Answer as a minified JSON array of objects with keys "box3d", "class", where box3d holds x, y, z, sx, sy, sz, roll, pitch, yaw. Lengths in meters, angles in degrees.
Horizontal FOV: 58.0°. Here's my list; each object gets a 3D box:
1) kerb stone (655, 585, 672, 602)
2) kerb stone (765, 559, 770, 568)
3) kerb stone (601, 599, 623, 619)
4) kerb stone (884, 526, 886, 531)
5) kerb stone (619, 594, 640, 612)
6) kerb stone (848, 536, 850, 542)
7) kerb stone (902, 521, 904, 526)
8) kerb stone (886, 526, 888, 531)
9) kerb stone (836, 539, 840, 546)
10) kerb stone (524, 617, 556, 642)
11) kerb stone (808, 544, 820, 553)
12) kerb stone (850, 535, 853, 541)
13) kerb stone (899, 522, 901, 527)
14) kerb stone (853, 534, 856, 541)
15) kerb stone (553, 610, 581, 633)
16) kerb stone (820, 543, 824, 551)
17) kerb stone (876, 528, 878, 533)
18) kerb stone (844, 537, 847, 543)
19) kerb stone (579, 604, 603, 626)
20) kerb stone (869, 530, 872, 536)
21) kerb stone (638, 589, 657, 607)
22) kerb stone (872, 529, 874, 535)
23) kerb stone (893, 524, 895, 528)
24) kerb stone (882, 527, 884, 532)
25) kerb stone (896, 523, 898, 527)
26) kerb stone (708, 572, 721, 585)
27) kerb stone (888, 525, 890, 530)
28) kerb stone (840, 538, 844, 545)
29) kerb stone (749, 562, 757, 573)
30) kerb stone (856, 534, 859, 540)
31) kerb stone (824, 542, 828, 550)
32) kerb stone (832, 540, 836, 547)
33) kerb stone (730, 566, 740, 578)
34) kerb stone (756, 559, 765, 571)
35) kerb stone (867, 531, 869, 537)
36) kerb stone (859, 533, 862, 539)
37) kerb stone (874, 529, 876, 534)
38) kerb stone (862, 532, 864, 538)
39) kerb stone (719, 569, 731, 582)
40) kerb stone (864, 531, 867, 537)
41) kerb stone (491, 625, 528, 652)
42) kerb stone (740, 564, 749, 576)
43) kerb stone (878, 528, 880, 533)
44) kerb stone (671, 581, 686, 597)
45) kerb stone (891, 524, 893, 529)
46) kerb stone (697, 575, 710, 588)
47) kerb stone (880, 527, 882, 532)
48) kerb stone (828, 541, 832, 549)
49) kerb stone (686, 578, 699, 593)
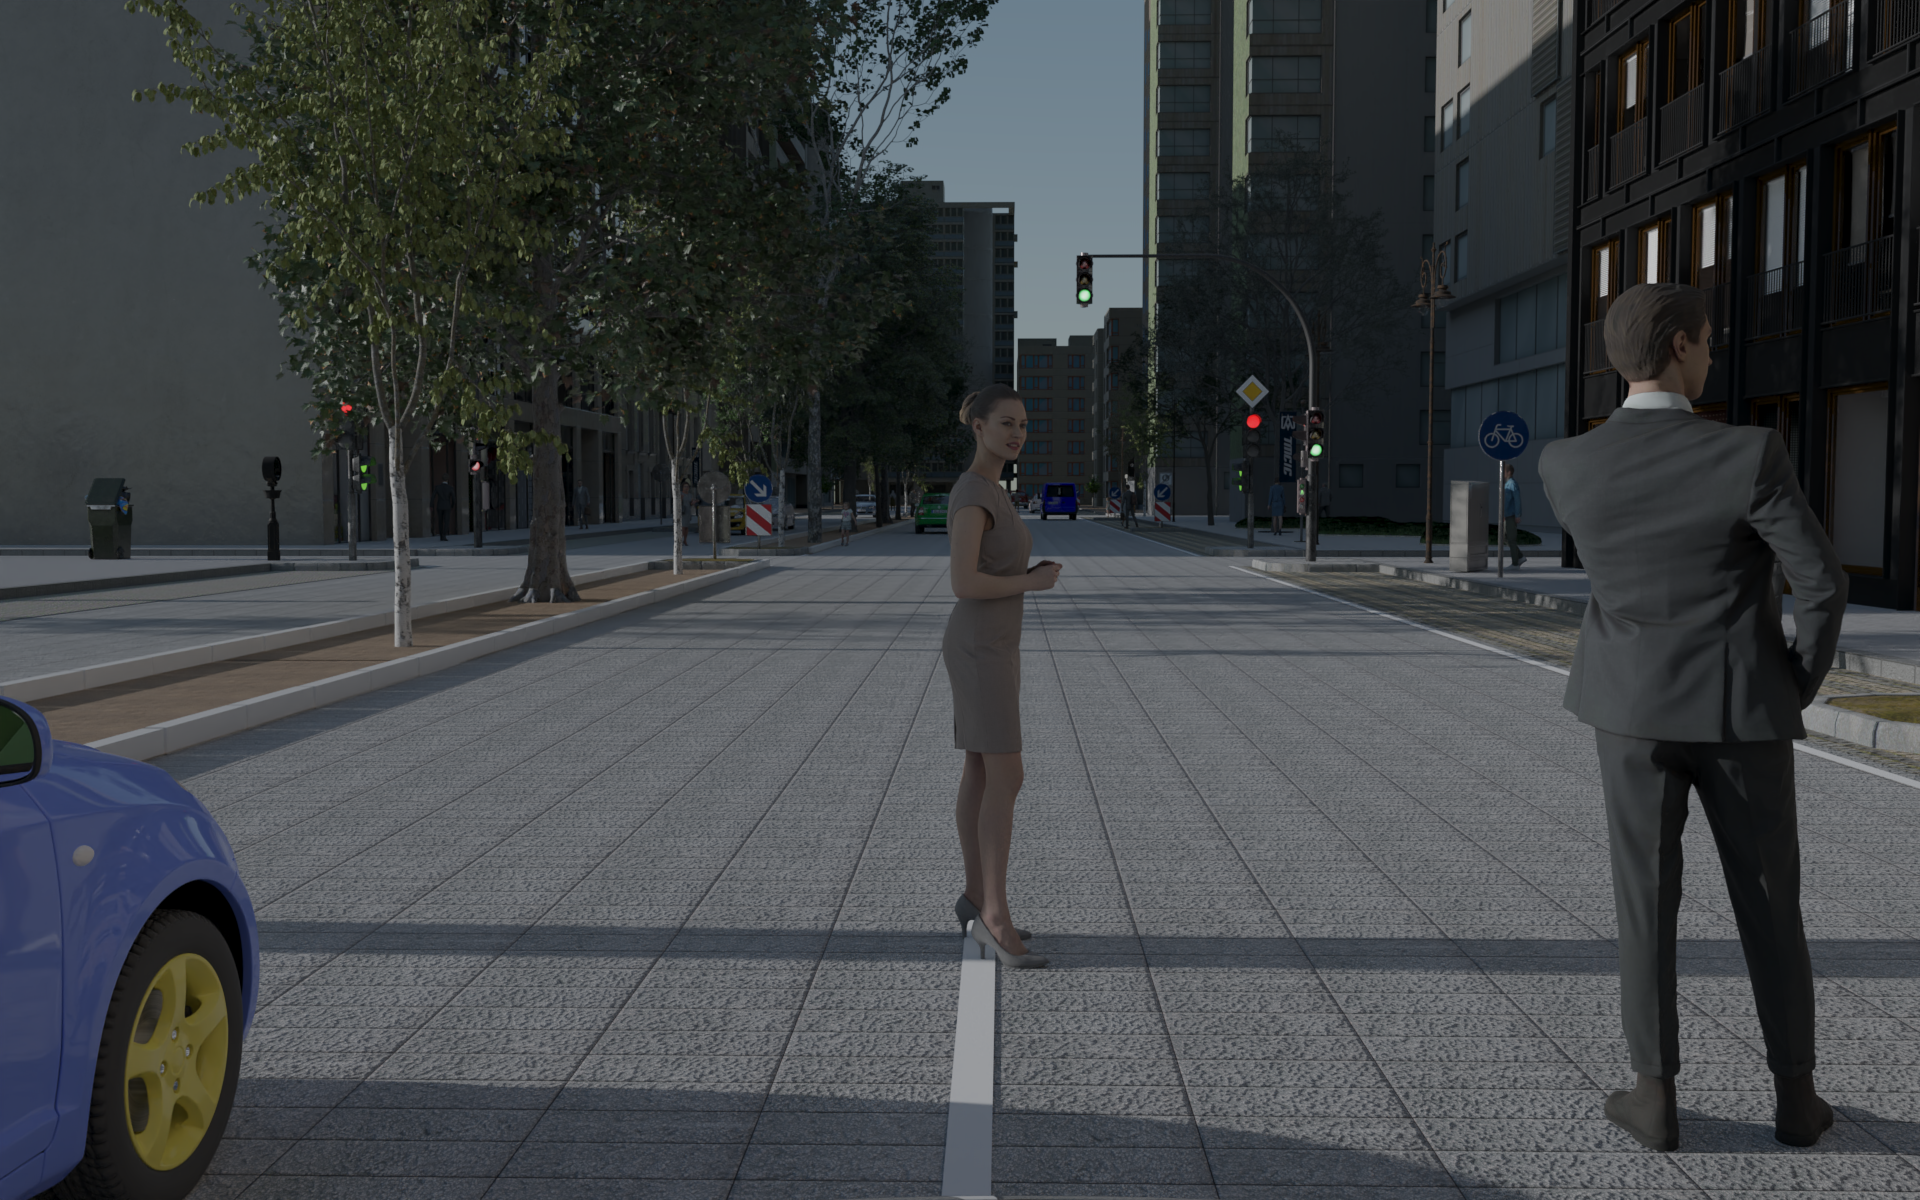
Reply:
[{"box3d":[-4.066,-0.069,23.329,0.120,0.150,1.000,0,4,1],"class":"kerb stone"},{"box3d":[-3.812,-0.696,33.580,0.120,0.150,1.000,0,4,1],"class":"kerb stone"},{"box3d":[-4.146,0.118,20.259,0.120,0.150,1.000,0,4,1],"class":"kerb stone"},{"box3d":[-2.991,-2.666,65.849,0.120,0.150,1.000,0,4,1],"class":"kerb stone"},{"box3d":[-4.129,0.056,21.286,0.120,0.150,1.000,0,4,1],"class":"kerb stone"},{"box3d":[-3.386,-1.729,50.467,0.120,0.150,1.000,0,4,1],"class":"kerb stone"},{"box3d":[-2.709,-3.359,77.121,0.120,0.150,1.000,0,4,1],"class":"kerb stone"},{"box3d":[-2.978,-2.725,66.878,0.120,0.150,1.000,0,4,1],"class":"kerb stone"},{"box3d":[-3.463,-1.540,47.400,0.120,0.150,1.000,0,4,1],"class":"kerb stone"},{"box3d":[-4.228,0.307,17.182,0.120,0.150,1.000,0,4,1],"class":"kerb stone"},{"box3d":[-3.593,-1.222,42.278,0.120,0.150,1.000,0,4,1],"class":"kerb stone"},{"box3d":[-3.359,-1.792,51.489,0.120,0.150,1.000,0,4,1],"class":"kerb stone"},{"box3d":[-2.767,-3.230,75.072,0.120,0.150,1.000,0,4,1],"class":"kerb stone"},{"box3d":[-3.337,-1.854,52.511,0.120,0.150,1.000,0,4,1],"class":"kerb stone"},{"box3d":[-4.199,0.244,18.213,0.120,0.150,1.000,0,4,1],"class":"kerb stone"},{"box3d":[-3.567,-1.291,43.300,0.120,0.150,1.000,0,4,1],"class":"kerb stone"},{"box3d":[-3.100,-2.414,61.754,0.120,0.150,1.000,0,4,1],"class":"kerb stone"},{"box3d":[-3.411,-1.667,49.444,0.120,0.150,1.000,0,4,1],"class":"kerb stone"},{"box3d":[-4.175,0.185,19.236,0.120,0.150,1.000,0,4,1],"class":"kerb stone"},{"box3d":[-3.172,-2.231,58.673,0.120,0.150,1.000,0,4,1],"class":"kerb stone"},{"box3d":[-4.099,-0.006,22.307,0.120,0.150,1.000,0,4,1],"class":"kerb stone"},{"box3d":[-3.152,-2.294,59.695,0.120,0.150,1.000,0,4,1],"class":"kerb stone"},{"box3d":[-2.866,-2.984,70.976,0.120,0.150,1.000,0,4,1],"class":"kerb stone"},{"box3d":[-3.028,-2.603,64.823,0.120,0.150,1.000,0,4,1],"class":"kerb stone"},{"box3d":[-2.823,-3.109,73.026,0.120,0.150,1.000,0,4,1],"class":"kerb stone"},{"box3d":[-3.967,-0.320,27.422,0.120,0.150,1.000,0,4,1],"class":"kerb stone"},{"box3d":[-2.940,-2.796,67.905,0.120,0.150,1.000,0,4,1],"class":"kerb stone"},{"box3d":[-3.432,-1.601,48.422,0.120,0.150,1.000,0,4,1],"class":"kerb stone"},{"box3d":[-3.869,-0.568,31.519,0.120,0.150,1.000,0,4,1],"class":"kerb stone"},{"box3d":[-3.299,-1.916,53.533,0.120,0.150,1.000,0,4,1],"class":"kerb stone"},{"box3d":[-3.541,-1.349,44.322,0.120,0.150,1.000,0,4,1],"class":"kerb stone"},{"box3d":[-3.491,-1.474,46.369,0.120,0.150,1.000,0,4,1],"class":"kerb stone"},{"box3d":[-3.924,-0.443,29.466,0.120,0.150,1.000,0,4,1],"class":"kerb stone"},{"box3d":[-3.837,-0.631,32.548,0.120,0.150,1.000,0,4,1],"class":"kerb stone"},{"box3d":[-3.206,-2.168,57.647,0.120,0.150,1.000,0,4,1],"class":"kerb stone"},{"box3d":[-3.280,-1.979,54.555,0.120,0.150,1.000,0,4,1],"class":"kerb stone"},{"box3d":[-3.119,-2.353,60.721,0.120,0.150,1.000,0,4,1],"class":"kerb stone"},{"box3d":[-3.256,-2.039,55.579,0.120,0.150,1.000,0,4,1],"class":"kerb stone"},{"box3d":[-3.941,-0.382,28.444,0.120,0.150,1.000,0,4,1],"class":"kerb stone"},{"box3d":[-3.230,-2.105,56.618,0.120,0.150,1.000,0,4,1],"class":"kerb stone"},{"box3d":[-4.252,0.371,16.158,0.120,0.150,1.000,0,4,1],"class":"kerb stone"},{"box3d":[-3.886,-0.501,30.488,0.120,0.150,1.000,0,4,1],"class":"kerb stone"},{"box3d":[-3.077,-2.482,62.775,0.120,0.150,1.000,0,4,1],"class":"kerb stone"},{"box3d":[-4.047,-0.132,24.353,0.120,0.150,1.000,0,4,1],"class":"kerb stone"},{"box3d":[-2.888,-2.921,69.954,0.120,0.150,1.000,0,4,1],"class":"kerb stone"},{"box3d":[-3.995,-0.257,26.397,0.120,0.150,1.000,0,4,1],"class":"kerb stone"},{"box3d":[-3.049,-2.544,63.797,0.120,0.150,1.000,0,4,1],"class":"kerb stone"},{"box3d":[-3.521,-1.416,45.344,0.120,0.150,1.000,0,4,1],"class":"kerb stone"},{"box3d":[-4.015,-0.194,25.375,0.120,0.150,1.000,0,4,1],"class":"kerb stone"}]
